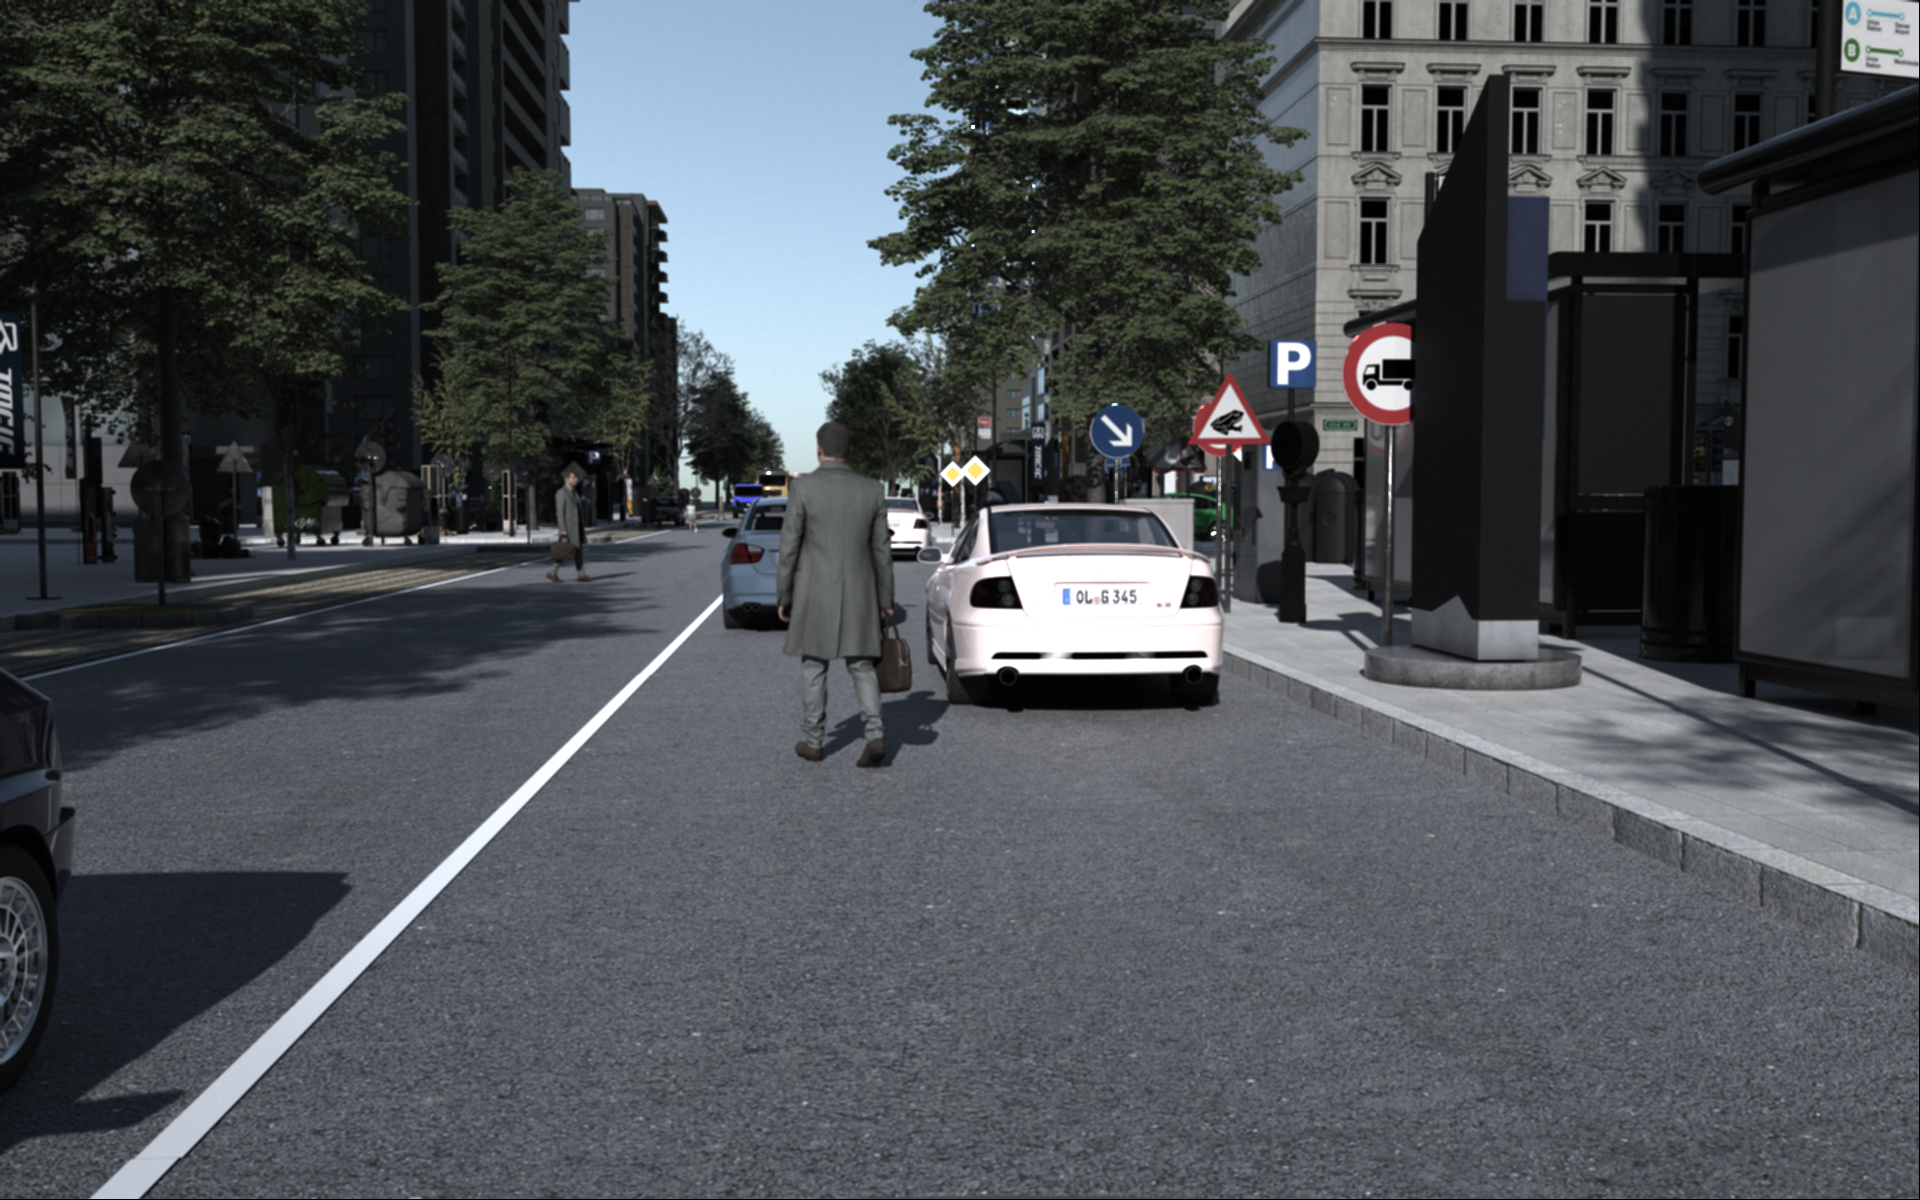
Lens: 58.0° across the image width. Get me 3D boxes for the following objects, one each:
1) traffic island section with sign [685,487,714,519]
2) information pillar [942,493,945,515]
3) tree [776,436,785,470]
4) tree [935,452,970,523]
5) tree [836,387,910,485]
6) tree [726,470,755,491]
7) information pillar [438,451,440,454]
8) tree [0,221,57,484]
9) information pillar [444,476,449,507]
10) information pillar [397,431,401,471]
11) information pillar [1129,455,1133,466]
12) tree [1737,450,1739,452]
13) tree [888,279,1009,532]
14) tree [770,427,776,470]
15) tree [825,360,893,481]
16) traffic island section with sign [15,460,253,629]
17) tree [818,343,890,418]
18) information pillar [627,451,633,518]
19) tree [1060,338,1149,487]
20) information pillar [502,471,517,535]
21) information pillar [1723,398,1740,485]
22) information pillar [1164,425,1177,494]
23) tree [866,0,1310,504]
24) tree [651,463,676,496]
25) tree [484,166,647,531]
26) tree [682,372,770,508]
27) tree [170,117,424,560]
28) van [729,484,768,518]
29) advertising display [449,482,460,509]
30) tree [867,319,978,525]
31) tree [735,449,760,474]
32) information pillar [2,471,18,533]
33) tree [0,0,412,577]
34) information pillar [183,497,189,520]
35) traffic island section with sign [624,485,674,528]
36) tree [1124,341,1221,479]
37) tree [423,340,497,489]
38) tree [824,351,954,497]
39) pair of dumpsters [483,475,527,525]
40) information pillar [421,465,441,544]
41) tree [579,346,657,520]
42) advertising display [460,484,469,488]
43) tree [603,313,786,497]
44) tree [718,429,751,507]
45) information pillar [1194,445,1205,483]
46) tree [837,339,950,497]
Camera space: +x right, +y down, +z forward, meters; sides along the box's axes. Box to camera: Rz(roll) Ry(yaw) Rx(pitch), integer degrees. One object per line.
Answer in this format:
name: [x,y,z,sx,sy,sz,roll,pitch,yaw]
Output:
traffic island section with sign: [-15.387,-5.660,101.176,1.989,1.847,2.006,0,4,-4]
information pillar: [-1.067,-5.965,102.013,0.304,2.012,0.304,1,4,11]
tree: [-31.440,-21.785,274.313,7.486,12.596,7.792,0,3,0]
tree: [-0.546,-5.090,77.823,1.663,3.219,1.824,0,3,0]
tree: [-9.334,-16.074,179.819,9.611,12.733,9.660,0,3,0]
tree: [-25.739,-13.445,203.539,4.285,4.588,4.351,0,3,0]
information pillar: [-28.201,-6.276,93.961,0.183,3.616,0.504,-2,4,-32]
tree: [-22.645,-5.468,39.768,4.360,8.622,3.978,0,3,0]
information pillar: [-20.626,-3.958,69.212,0.304,2.012,0.304,2,4,23]
information pillar: [-20.898,-4.457,64.229,0.183,3.616,0.504,1,4,19]
information pillar: [9.551,-6.449,96.793,0.183,3.616,0.504,-1,4,-9]
tree: [17.930,-2.665,38.182,1.663,3.219,1.824,0,3,0]
tree: [-0.098,-6.597,58.222,4.360,8.622,3.978,0,3,0]
tree: [-25.697,-16.587,189.319,7.486,12.596,7.792,0,3,0]
tree: [-7.411,-14.974,155.200,12.009,13.543,11.850,0,3,0]
traffic island section with sign: [-9.057,-0.650,19.253,1.989,1.847,2.006,0,4,-4]
tree: [-11.397,-22.114,217.449,12.611,20.169,13.585,0,3,0]
information pillar: [-18.078,-6.323,94.734,0.183,3.616,0.504,-2,4,-34]
tree: [6.396,-7.737,76.870,4.737,8.622,4.395,0,3,0]
information pillar: [-14.286,-3.085,54.925,0.304,2.012,0.304,2,4,34]
information pillar: [18.831,-3.114,42.268,0.183,3.616,0.504,-2,4,-27]
information pillar: [6.931,-4.031,57.267,0.504,3.616,0.183,2,4,32]
tree: [2.243,-6.850,30.130,7.486,12.596,7.792,0,3,0]
tree: [-18.222,-6.727,104.588,1.663,3.219,1.824,0,3,0]
tree: [-14.803,-8.688,60.168,7.486,12.596,7.792,0,3,0]
tree: [-22.081,-14.702,158.511,7.486,12.596,7.792,0,3,0]
tree: [-13.010,-5.082,33.447,4.737,8.622,4.395,0,3,0]
van: [-12.611,-6.065,103.543,2.240,2.365,5.245,0,4,-6]
advertising display: [-27.248,-5.330,92.357,0.123,1.923,0.974,2,4,32]
tree: [-1.056,-7.470,72.500,4.737,8.622,4.395,0,3,0]
tree: [-27.169,-16.288,216.670,4.737,8.622,4.395,0,3,0]
information pillar: [-30.954,-3.177,56.442,0.304,2.012,0.304,1,4,11]
tree: [-12.066,-6.604,26.110,7.486,12.596,7.792,0,3,0]
information pillar: [-28.583,-3.622,63.708,0.304,2.012,0.304,0,3,0]
traffic island section with sign: [-13.297,-4.007,74.144,1.989,1.847,2.006,0,4,-4]
tree: [8.592,-7.382,71.064,4.360,8.622,3.978,0,3,0]
tree: [-23.360,-7.959,80.491,4.737,8.622,4.395,0,3,0]
tree: [-4.294,-10.900,112.634,8.767,10.594,7.601,-2,4,-27]
pair of dumpsters: [-18.982,-4.308,72.924,1.574,2.255,4.437,0,4,-5]
information pillar: [-13.546,-2.436,44.314,0.304,2.012,0.304,2,4,35]
tree: [-16.850,-8.298,86.041,4.737,8.622,4.395,0,3,0]
advertising display: [-31.157,-6.293,108.106,0.974,1.923,0.123,-1,4,-20]
tree: [-19.543,-12.717,118.293,12.009,13.543,11.850,0,3,0]
tree: [-22.893,-13.531,171.592,4.360,8.622,3.978,0,3,0]
information pillar: [9.500,-4.736,68.788,0.183,3.616,0.504,-3,4,-38]
tree: [-5.538,-14.380,141.761,9.857,13.997,8.962,0,3,0]
